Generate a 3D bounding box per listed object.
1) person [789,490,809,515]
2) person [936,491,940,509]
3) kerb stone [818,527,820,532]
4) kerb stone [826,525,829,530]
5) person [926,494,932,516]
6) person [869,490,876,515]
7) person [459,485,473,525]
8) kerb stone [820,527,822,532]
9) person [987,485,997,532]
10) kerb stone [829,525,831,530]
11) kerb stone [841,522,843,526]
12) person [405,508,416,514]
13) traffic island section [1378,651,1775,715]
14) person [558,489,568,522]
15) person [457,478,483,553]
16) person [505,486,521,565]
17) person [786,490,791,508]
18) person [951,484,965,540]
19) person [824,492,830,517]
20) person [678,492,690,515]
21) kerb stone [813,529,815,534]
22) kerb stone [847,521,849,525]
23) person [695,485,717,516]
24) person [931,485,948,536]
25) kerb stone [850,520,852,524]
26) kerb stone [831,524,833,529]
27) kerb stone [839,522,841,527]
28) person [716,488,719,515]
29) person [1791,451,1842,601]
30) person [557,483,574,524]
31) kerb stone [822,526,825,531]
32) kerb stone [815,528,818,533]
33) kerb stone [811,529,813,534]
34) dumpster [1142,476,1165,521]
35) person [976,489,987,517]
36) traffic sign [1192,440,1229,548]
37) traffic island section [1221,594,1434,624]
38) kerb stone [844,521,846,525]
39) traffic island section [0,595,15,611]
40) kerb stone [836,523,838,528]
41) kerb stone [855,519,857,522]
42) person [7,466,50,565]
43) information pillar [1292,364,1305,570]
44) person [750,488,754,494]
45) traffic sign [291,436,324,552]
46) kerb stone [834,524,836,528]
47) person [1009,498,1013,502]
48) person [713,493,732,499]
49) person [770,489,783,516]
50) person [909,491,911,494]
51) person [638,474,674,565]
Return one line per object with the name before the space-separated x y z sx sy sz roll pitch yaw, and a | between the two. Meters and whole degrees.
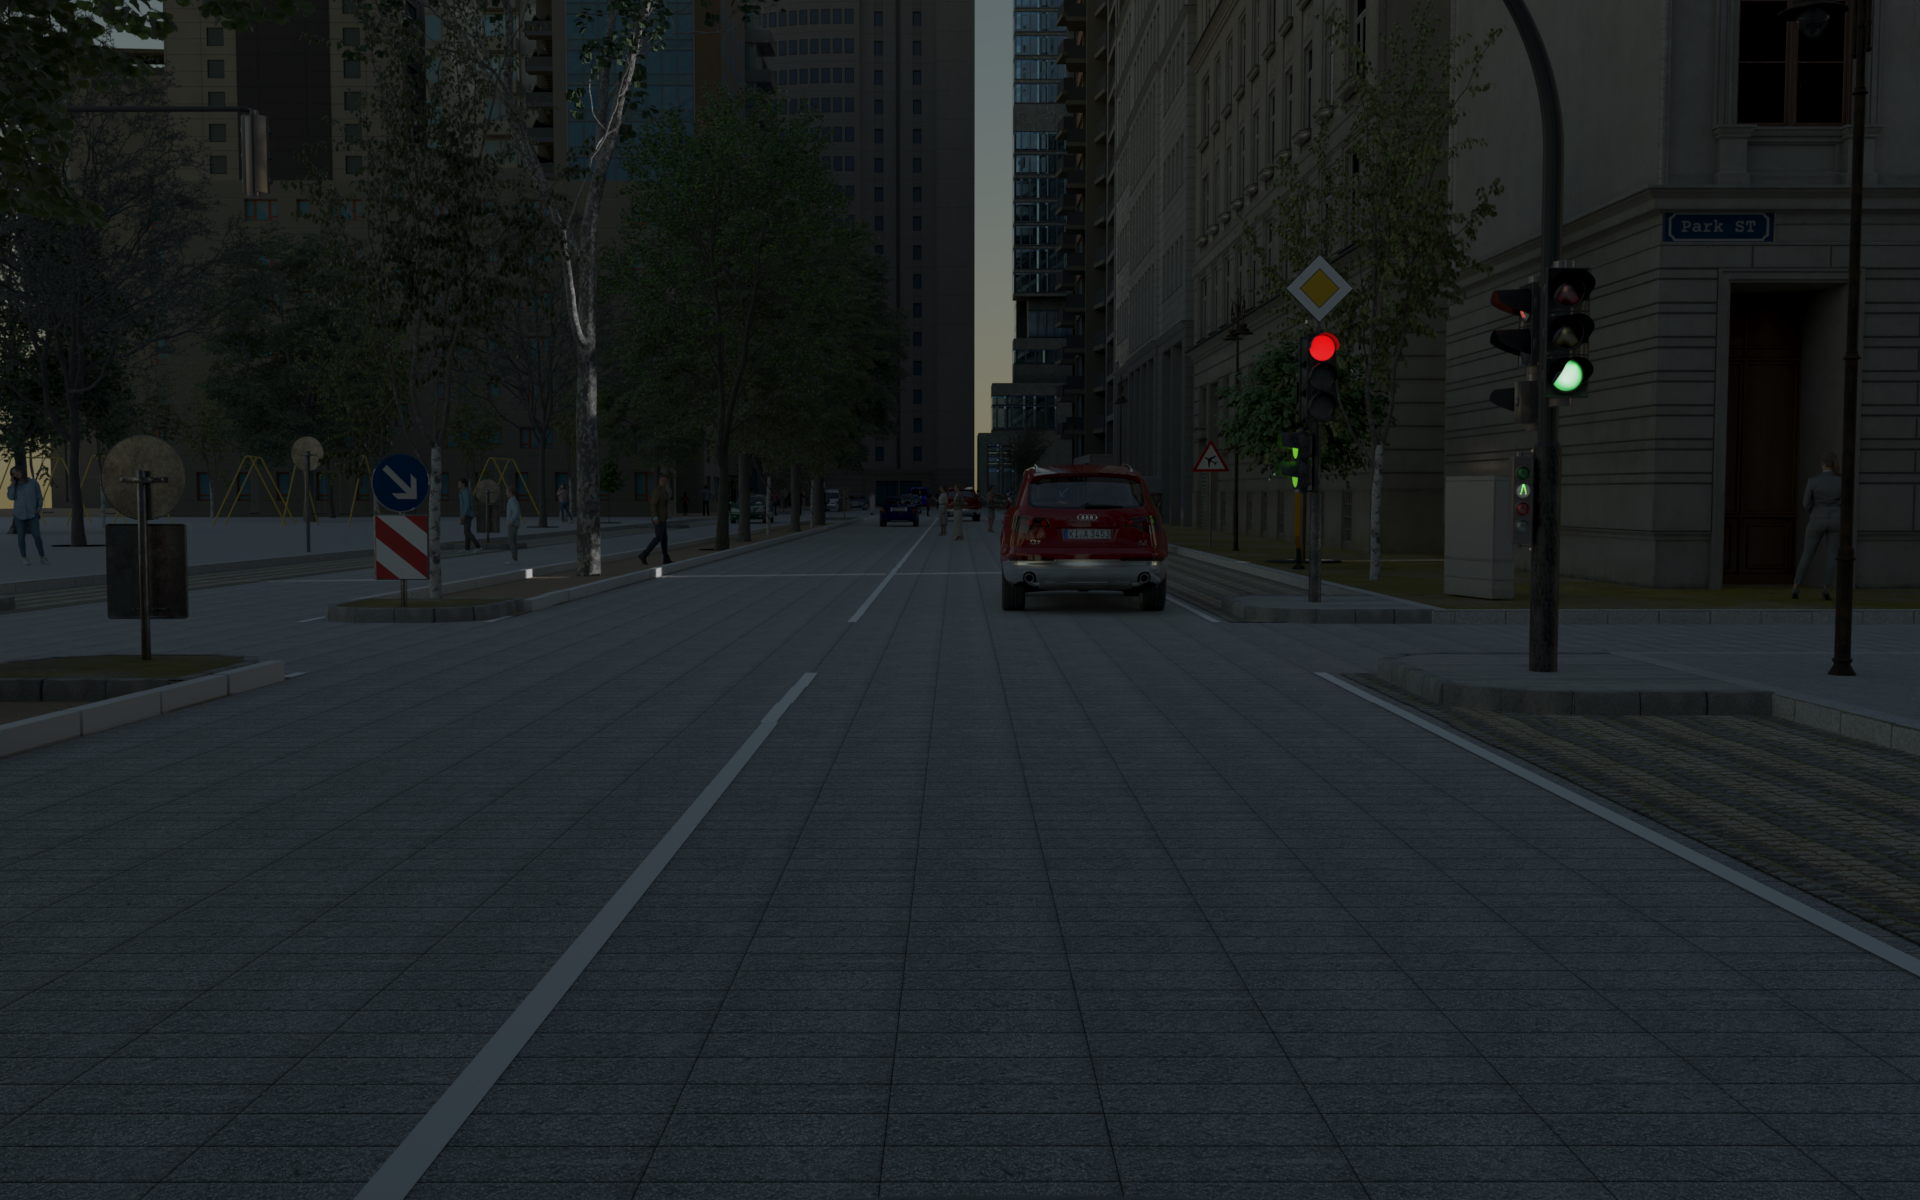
person | -10.814 -6.591 116.229 1.348 1.831 0.705 -1 4 -13
person | -1.961 -9.382 162.338 0.568 1.767 0.683 -1 4 -18
kerb stone | -5.337 -2.531 63.625 0.120 0.150 1.000 0 3 0
kerb stone | -5.330 -2.775 67.726 0.120 0.150 1.000 0 3 0
person | -2.028 -6.087 111.280 0.557 1.426 1.065 1 4 15
person | -6.053 -6.789 120.174 0.551 1.740 0.621 1 4 20
person | -20.776 -4.066 72.729 0.606 1.804 0.583 -2 4 -32
kerb stone | -5.338 -2.593 64.647 0.120 0.150 1.000 0 3 0
person | 1.239 -3.415 64.692 0.532 1.782 0.716 1 4 14
kerb stone | -5.335 -2.841 68.753 0.120 0.150 1.000 0 3 0
kerb stone | -5.344 -3.287 75.946 0.120 0.150 1.000 0 3 0
person | -18.817 -3.239 59.184 0.537 1.800 0.526 1 4 9
traffic island section | 4.244 0.593 12.587 2.009 0.180 2.903 0 3 0
person | -18.119 -4.425 78.936 0.362 1.759 0.519 -3 5 -43
person | -11.906 -2.049 42.024 0.620 1.820 0.660 -1 4 -16
person | -9.113 -1.527 35.278 0.330 1.601 0.589 0 4 -3
person | -15.958 -9.413 160.872 0.541 1.710 0.530 3 4 37
person | -0.092 -2.738 53.809 0.362 1.759 0.519 -2 4 -24
person | -6.856 -4.731 85.841 0.794 1.824 0.713 -1 4 -16
person | -16.502 -5.787 103.922 1.065 1.426 0.557 3 5 41
kerb stone | -5.329 -2.406 61.576 0.120 0.150 1.000 0 3 0
kerb stone | -5.345 -3.536 80.047 0.120 0.150 1.000 0 3 0
person | -15.157 -5.948 103.286 1.348 1.826 0.705 -1 4 -14
person | -0.672 -3.102 59.786 0.524 1.755 0.480 -2 4 -30
kerb stone | -5.351 -3.664 82.105 0.120 0.150 1.000 0 3 0
kerb stone | -5.330 -2.911 69.795 0.120 0.150 1.000 0 3 0
kerb stone | -5.343 -3.220 74.910 0.120 0.150 1.000 0 3 0
person | -14.751 -6.070 106.083 0.445 1.727 0.742 -1 4 -13
person | 10.412 -0.895 20.950 0.520 1.790 0.573 0 4 1
person | -17.091 -4.184 75.049 0.643 1.750 0.593 2 4 27
kerb stone | -5.332 -2.659 65.679 0.120 0.150 1.000 0 3 0
kerb stone | -5.334 -2.471 62.601 0.120 0.150 1.000 0 3 0
kerb stone | -5.326 -2.346 60.552 0.120 0.150 1.000 0 3 0
dumpster | 3.949 -2.046 41.674 1.865 1.857 1.264 0 4 1
person | 1.188 -6.126 109.375 1.217 1.736 0.721 2 4 33
traffic sign | 5.988 -2.532 41.404 0.884 2.594 0.081 0 4 8
traffic island section | 4.235 0.104 20.572 2.009 0.180 2.903 0 3 0
kerb stone | -5.349 -3.413 77.996 0.120 0.150 1.000 0 3 0
traffic island section | -12.707 0.105 20.557 2.009 0.180 2.903 0 3 0
kerb stone | -5.340 -3.094 72.865 0.120 0.150 1.000 0 3 0
kerb stone | -5.359 -3.909 86.199 0.120 0.150 1.000 0 3 0
person | -16.876 -1.533 31.370 0.793 1.790 0.793 3 4 37
information pillar | 5.766 -2.328 29.421 0.183 3.616 0.504 1 4 16
person | -15.110 -7.321 126.467 0.721 1.735 1.217 2 4 26
traffic sign | -14.415 -2.333 38.250 0.768 2.556 0.104 0 4 7
kerb stone | -5.349 -3.037 71.842 0.120 0.150 1.000 0 3 0
person | 4.381 -7.723 138.025 1.065 1.426 0.557 1 4 19
person | -16.457 -6.957 119.867 1.350 1.814 0.705 -1 4 -13
person | -12.061 -6.329 112.707 1.217 1.743 0.721 -2 4 -30
person | -4.502 -9.054 157.313 1.217 1.735 0.721 2 4 29
person | -6.102 -1.629 35.042 0.836 1.842 0.656 -2 4 -25
